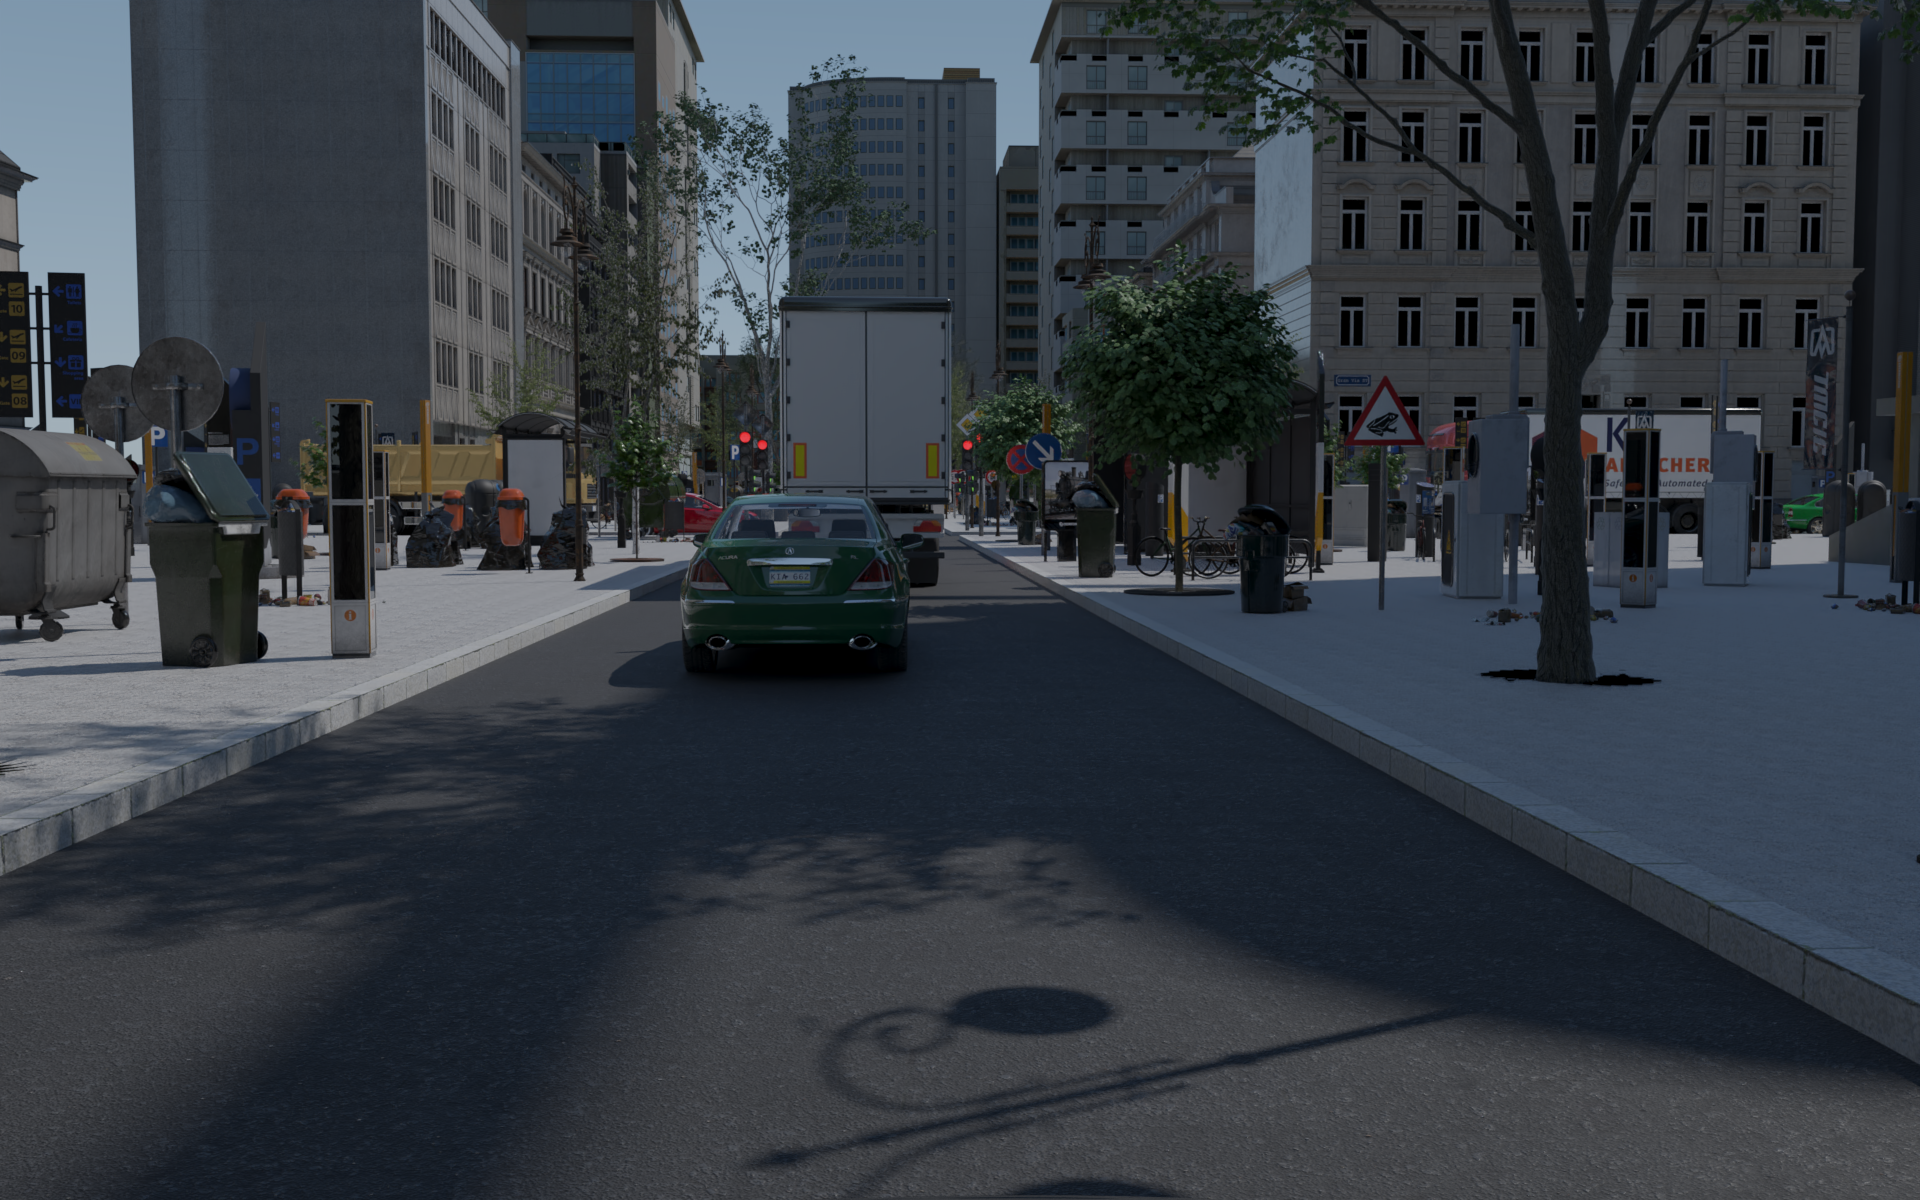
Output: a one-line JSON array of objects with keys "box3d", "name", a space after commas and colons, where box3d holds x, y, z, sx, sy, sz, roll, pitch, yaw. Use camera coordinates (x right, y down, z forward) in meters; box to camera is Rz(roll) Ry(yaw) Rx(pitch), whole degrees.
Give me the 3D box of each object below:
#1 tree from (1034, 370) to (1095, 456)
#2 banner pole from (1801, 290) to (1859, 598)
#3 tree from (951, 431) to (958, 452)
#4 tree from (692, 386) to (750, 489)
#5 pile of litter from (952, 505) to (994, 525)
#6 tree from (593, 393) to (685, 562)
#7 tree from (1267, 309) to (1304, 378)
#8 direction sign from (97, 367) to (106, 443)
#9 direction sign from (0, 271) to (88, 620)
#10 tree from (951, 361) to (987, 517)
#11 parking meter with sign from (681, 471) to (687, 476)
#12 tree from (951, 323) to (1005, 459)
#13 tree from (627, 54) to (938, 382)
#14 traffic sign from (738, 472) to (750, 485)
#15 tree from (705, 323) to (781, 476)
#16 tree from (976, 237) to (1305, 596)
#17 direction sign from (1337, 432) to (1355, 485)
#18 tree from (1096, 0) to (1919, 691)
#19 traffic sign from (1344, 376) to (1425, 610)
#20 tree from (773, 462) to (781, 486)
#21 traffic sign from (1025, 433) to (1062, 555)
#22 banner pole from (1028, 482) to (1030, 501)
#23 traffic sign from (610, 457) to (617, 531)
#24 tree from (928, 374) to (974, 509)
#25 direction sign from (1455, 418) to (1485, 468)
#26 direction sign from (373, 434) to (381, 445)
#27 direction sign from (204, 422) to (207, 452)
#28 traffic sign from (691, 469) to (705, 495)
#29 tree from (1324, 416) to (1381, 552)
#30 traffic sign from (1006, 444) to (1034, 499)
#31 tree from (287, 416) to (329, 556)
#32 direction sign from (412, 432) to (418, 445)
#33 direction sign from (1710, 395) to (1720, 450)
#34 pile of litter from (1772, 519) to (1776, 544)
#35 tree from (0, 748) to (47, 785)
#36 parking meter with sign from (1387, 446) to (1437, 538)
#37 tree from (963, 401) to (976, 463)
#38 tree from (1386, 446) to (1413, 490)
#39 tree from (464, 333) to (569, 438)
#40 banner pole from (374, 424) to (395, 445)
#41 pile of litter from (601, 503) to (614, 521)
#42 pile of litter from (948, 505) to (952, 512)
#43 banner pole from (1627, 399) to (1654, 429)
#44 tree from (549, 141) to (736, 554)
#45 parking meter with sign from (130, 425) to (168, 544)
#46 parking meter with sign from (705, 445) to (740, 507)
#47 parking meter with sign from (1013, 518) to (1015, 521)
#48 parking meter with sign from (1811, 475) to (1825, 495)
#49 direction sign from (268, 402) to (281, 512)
[{"box3d": [5.535, -9.316, 102.685, 4.360, 8.622, 3.978, 0, 3, 0], "name": "tree"}, {"box3d": [10.839, -1.930, 21.579, 0.401, 3.779, 0.863, -1, 4, -21], "name": "banner pole"}, {"box3d": [-2.265, -11.088, 131.658, 4.360, 8.622, 3.978, 0, 3, 0], "name": "tree"}, {"box3d": [-16.176, -10.298, 118.737, 4.737, 8.622, 4.395, 0, 3, 0], "name": "tree"}, {"box3d": [0.731, -3.629, 73.302, 1.176, 0.858, 1.719, -2, 4, -32], "name": "pile of litter"}, {"box3d": [-6.241, -2.337, 32.807, 1.663, 3.219, 1.824, 0, 3, 0], "name": "tree"}, {"box3d": [11.469, -7.213, 68.289, 4.737, 8.622, 4.395, 0, 3, 0], "name": "tree"}, {"box3d": [-15.687, -2.401, 31.253, 0.876, 3.537, 0.379, 2, 4, 29], "name": "direction sign"}, {"box3d": [-9.385, -1.574, 17.737, 0.876, 3.537, 0.379, -1, 4, -12], "name": "direction sign"}, {"box3d": [-0.150, -8.842, 94.929, 4.737, 8.622, 4.395, 0, 3, 0], "name": "tree"}, {"box3d": [-20.222, -8.221, 130.674, 1.738, 3.016, 0.543, 3, 4, 38], "name": "parking meter with sign"}, {"box3d": [-1.763, -12.851, 120.485, 12.009, 13.543, 11.850, 0, 3, 0], "name": "tree"}, {"box3d": [-6.742, -13.306, 73.449, 12.611, 20.169, 13.585, 0, 3, 0], "name": "tree"}, {"box3d": [-12.455, -6.109, 99.991, 0.768, 2.556, 0.104, 0, 4, -1], "name": "traffic sign"}, {"box3d": [-9.642, -9.755, 93.905, 8.767, 10.594, 7.601, 0, 4, -4], "name": "tree"}, {"box3d": [2.849, -2.366, 22.398, 4.285, 4.588, 4.351, 0, 3, 0], "name": "tree"}, {"box3d": [13.996, -4.337, 62.905, 0.876, 3.537, 0.379, -2, 4, -34], "name": "direction sign"}, {"box3d": [4.223, -5.257, 11.709, 9.928, 11.665, 9.643, 0, 3, 0], "name": "tree"}, {"box3d": [4.665, -1.168, 19.100, 0.884, 2.594, 0.081, 0, 4, 2], "name": "traffic sign"}, {"box3d": [-8.963, -5.712, 87.996, 1.663, 3.219, 1.824, 0, 3, 0], "name": "tree"}, {"box3d": [1.742, -2.208, 36.203, 0.768, 2.556, 0.104, 0, 4, 1], "name": "traffic sign"}, {"box3d": [2.572, -4.385, 61.708, 0.401, 3.779, 0.863, -2, 4, -31], "name": "banner pole"}, {"box3d": [-11.871, -3.639, 59.610, 0.768, 2.556, 0.104, 0, 4, -2], "name": "traffic sign"}, {"box3d": [-2.150, -13.636, 141.070, 7.486, 12.596, 7.792, 0, 3, 0], "name": "tree"}, {"box3d": [15.092, -3.628, 51.322, 0.876, 3.537, 0.379, 0, 4, 0], "name": "direction sign"}, {"box3d": [-21.850, -4.456, 64.855, 0.876, 3.537, 0.379, -2, 4, -31], "name": "direction sign"}, {"box3d": [-17.219, -2.936, 40.005, 0.876, 3.537, 0.379, 3, 5, 41], "name": "direction sign"}, {"box3d": [-13.110, -5.308, 86.890, 0.768, 2.556, 0.104, 0, 4, -1], "name": "traffic sign"}, {"box3d": [8.128, -2.692, 38.613, 1.663, 3.219, 1.824, 0, 3, 0], "name": "tree"}, {"box3d": [1.574, -2.713, 44.468, 0.768, 2.556, 0.104, 0, 4, 3], "name": "traffic sign"}, {"box3d": [-12.973, -2.559, 36.442, 1.663, 3.219, 1.824, 0, 3, 0], "name": "tree"}, {"box3d": [-19.889, -4.360, 63.282, 0.379, 3.537, 0.876, -2, 4, -29], "name": "direction sign"}, {"box3d": [17.406, -2.933, 39.945, 0.379, 3.537, 0.876, 2, 4, 35], "name": "direction sign"}, {"box3d": [20.576, -1.892, 44.901, 1.176, 0.858, 1.719, 3, 4, 36], "name": "pile of litter"}, {"box3d": [-4.974, -5.002, 7.536, 9.928, 11.665, 9.643, 0, 3, 0], "name": "tree"}, {"box3d": [13.218, -3.314, 50.447, 1.738, 3.016, 0.543, -2, 4, -29], "name": "parking meter with sign"}, {"box3d": [1.756, -3.864, 46.892, 4.285, 4.588, 4.351, 0, 3, 0], "name": "tree"}, {"box3d": [10.794, -3.060, 44.631, 1.663, 3.219, 1.824, 0, 3, 0], "name": "tree"}, {"box3d": [-19.944, -7.854, 78.768, 4.737, 8.622, 4.395, 0, 3, 0], "name": "tree"}, {"box3d": [-20.648, -4.407, 62.072, 0.863, 3.779, 0.401, -1, 4, -22], "name": "banner pole"}, {"box3d": [-17.272, -4.260, 83.623, 1.176, 0.858, 1.719, -1, 4, -10], "name": "pile of litter"}, {"box3d": [-0.869, -6.641, 122.545, 1.719, 0.858, 1.176, 0, 4, -6], "name": "pile of litter"}, {"box3d": [17.871, -3.407, 45.723, 0.863, 3.779, 0.401, 1, 4, 9], "name": "banner pole"}, {"box3d": [-6.903, -5.297, 36.965, 4.360, 8.622, 3.978, 0, 3, 0], "name": "tree"}, {"box3d": [-20.977, -2.953, 44.545, 1.738, 3.016, 0.543, 3, 5, 43], "name": "parking meter with sign"}, {"box3d": [-8.672, -3.993, 61.552, 1.738, 3.016, 0.543, 2, 4, 30], "name": "parking meter with sign"}, {"box3d": [3.161, -4.860, 75.715, 1.738, 3.016, 0.543, 0, 4, -4], "name": "parking meter with sign"}, {"box3d": [34.936, -4.532, 70.354, 0.543, 3.016, 1.738, 0, 4, 5], "name": "parking meter with sign"}, {"box3d": [-16.924, -3.085, 42.435, 0.379, 3.537, 0.876, 1, 4, 15], "name": "direction sign"}]
